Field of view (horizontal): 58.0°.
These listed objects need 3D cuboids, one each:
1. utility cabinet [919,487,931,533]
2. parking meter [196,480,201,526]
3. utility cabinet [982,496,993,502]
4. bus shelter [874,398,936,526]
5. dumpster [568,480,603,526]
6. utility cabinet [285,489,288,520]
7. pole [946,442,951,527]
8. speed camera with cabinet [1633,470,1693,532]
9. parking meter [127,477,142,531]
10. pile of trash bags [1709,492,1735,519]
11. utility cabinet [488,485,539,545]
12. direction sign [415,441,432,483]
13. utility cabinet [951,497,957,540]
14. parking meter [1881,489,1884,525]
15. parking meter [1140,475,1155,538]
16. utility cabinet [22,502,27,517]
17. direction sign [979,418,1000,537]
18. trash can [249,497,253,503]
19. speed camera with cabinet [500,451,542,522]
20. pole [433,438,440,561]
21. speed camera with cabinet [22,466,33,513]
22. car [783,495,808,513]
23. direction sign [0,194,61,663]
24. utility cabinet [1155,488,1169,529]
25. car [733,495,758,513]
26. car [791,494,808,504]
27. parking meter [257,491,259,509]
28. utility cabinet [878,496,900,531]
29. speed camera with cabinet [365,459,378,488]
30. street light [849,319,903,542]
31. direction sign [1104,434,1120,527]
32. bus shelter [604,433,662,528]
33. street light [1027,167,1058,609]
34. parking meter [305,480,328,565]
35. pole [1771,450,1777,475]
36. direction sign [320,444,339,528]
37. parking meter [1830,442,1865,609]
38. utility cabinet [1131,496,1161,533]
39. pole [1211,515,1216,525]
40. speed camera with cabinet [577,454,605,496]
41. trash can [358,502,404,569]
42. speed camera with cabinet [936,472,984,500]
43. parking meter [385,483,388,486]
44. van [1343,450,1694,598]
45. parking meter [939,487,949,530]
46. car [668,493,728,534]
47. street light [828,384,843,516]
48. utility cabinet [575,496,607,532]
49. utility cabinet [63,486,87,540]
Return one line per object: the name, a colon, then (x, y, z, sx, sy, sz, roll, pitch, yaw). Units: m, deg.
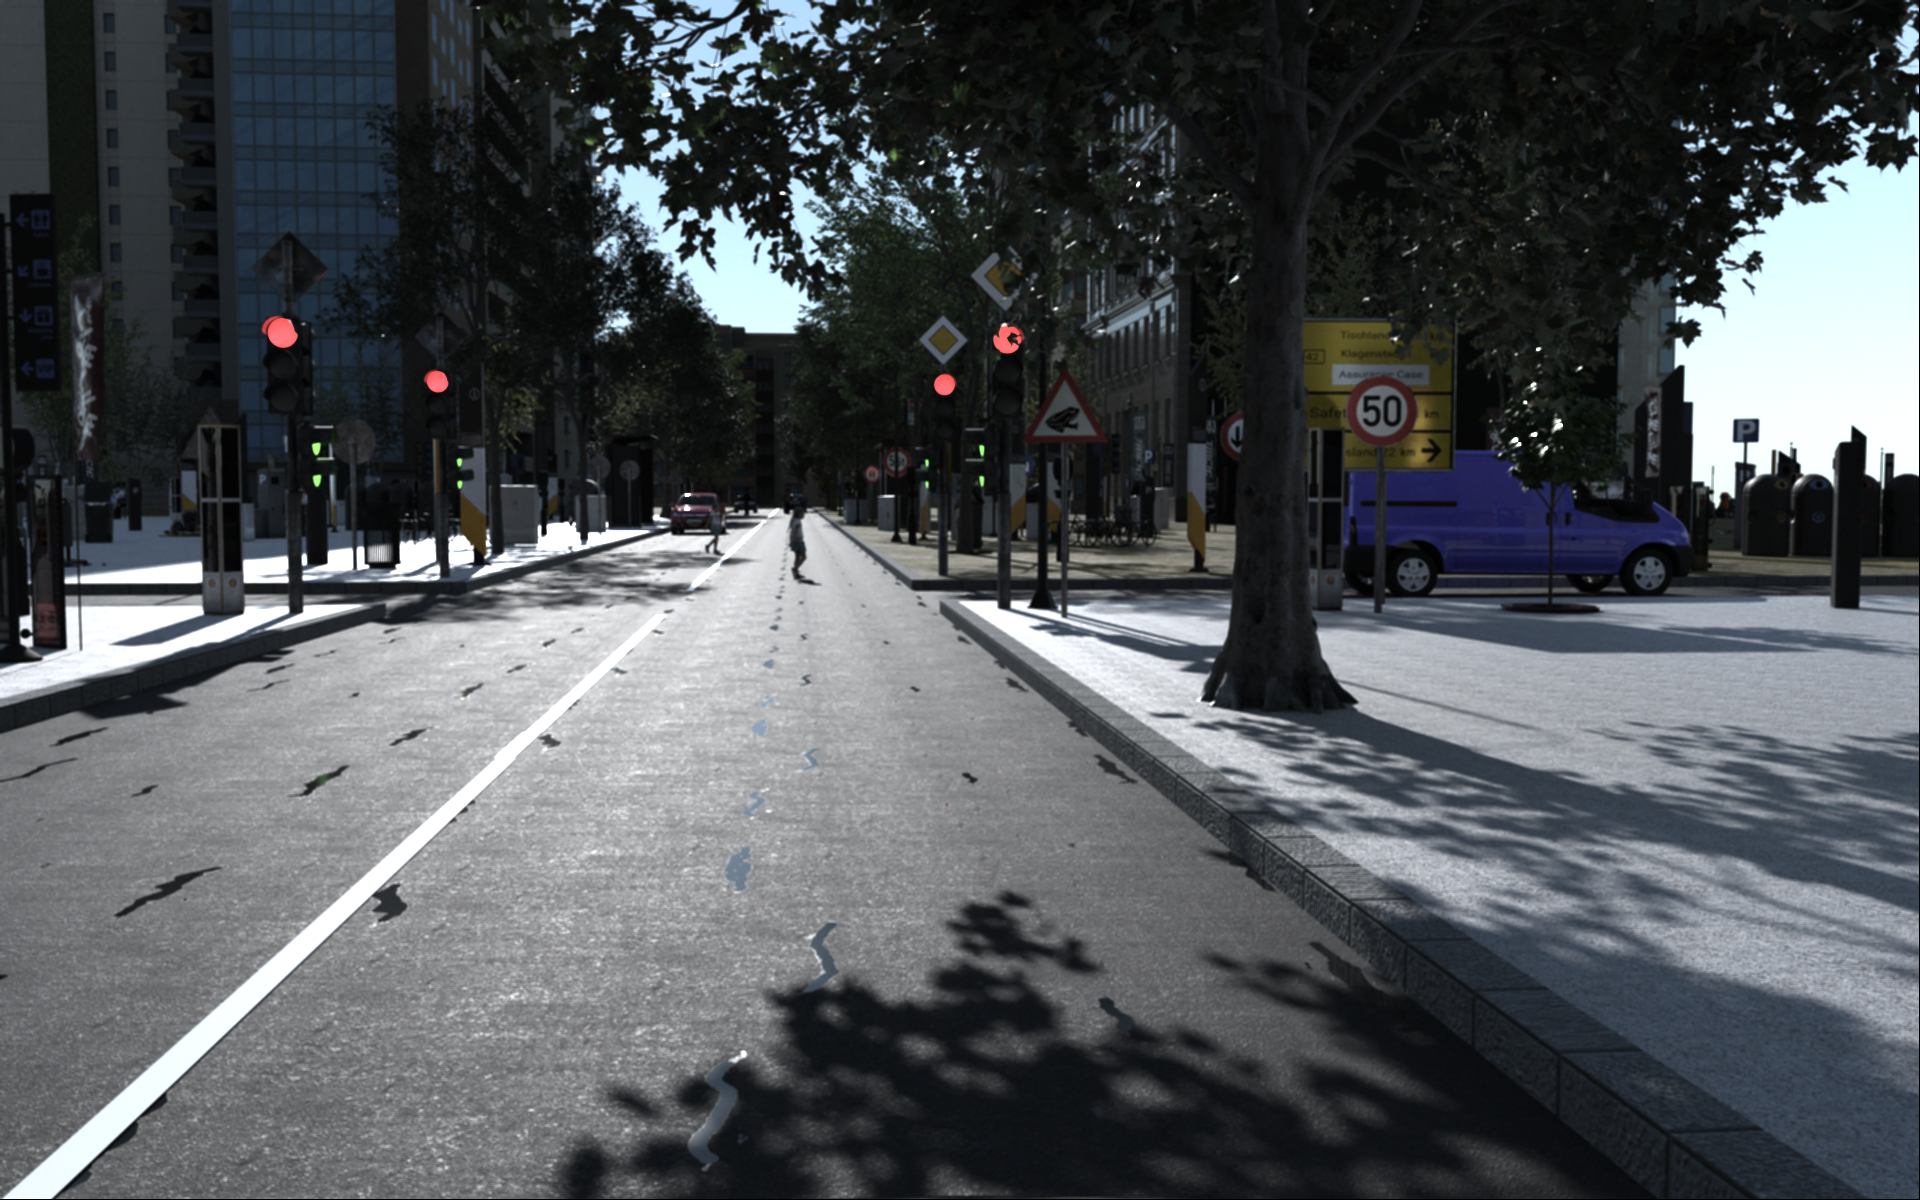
utility cabinet: (-1.137, -2.949, 56.894, 0.318, 1.500, 1.173, 0, 4, 3)
parking meter: (-31.050, -3.966, 70.549, 0.399, 1.863, 0.255, 1, 4, 13)
utility cabinet: (0.568, -2.837, 57.540, 1.020, 1.237, 0.306, 1, 4, 16)
bus shelter: (-2.317, -5.648, 69.984, 2.179, 5.291, 8.768, 0, 4, -5)
dumpster: (-15.254, -3.956, 70.439, 1.264, 1.857, 1.865, 0, 4, -6)
utility cabinet: (-32.398, -4.570, 83.398, 1.173, 1.500, 0.318, 1, 4, 9)
pole: (-0.444, -4.549, 68.227, 0.158, 3.312, 0.155, 0, 3, 0)
speed camera with cabinet: (24.109, -3.972, 59.281, 2.038, 3.252, 0.660, -1, 4, -11)
parking meter: (-28.959, -3.369, 60.795, 0.255, 1.863, 0.399, 3, 5, 42)
pile of trash bags: (40.429, -5.035, 92.079, 1.912, 1.369, 3.447, 1, 4, 14)
utility cabinet: (-11.139, -2.112, 43.213, 1.173, 1.500, 0.318, 0, 4, 6)
direction sign: (-23.144, -5.063, 74.780, 0.379, 3.537, 0.876, 2, 4, 30)
utility cabinet: (-0.042, -2.273, 48.317, 0.306, 1.237, 1.020, 1, 4, 9)
parking meter: (38.936, -3.939, 72.808, 0.372, 1.533, 0.369, 0, 3, 0)
parking meter: (5.523, -2.773, 51.042, 0.399, 1.863, 0.255, -1, 4, -13)
utility cabinet: (-50.933, -5.233, 94.233, 0.318, 1.500, 1.173, 1, 4, 16)
direction sign: (1.015, -3.656, 51.766, 0.876, 3.537, 0.379, 0, 4, 0)
trash can: (-33.115, -4.189, 80.145, 0.748, 1.137, 0.748, 0, 3, 0)
speed camera with cabinet: (-20.159, -5.188, 79.162, 2.038, 3.252, 0.660, -2, 4, -26)
pole: (-9.983, -2.405, 33.172, 0.158, 3.312, 0.155, 0, 3, 0)
speed camera with cabinet: (-31.601, -3.854, 57.341, 2.038, 3.252, 0.660, 2, 4, 26)
car: (-12.660, -7.369, 133.068, 1.945, 1.354, 3.894, 0, 4, -4)
direction sign: (-7.262, -1.297, 13.200, 0.876, 3.537, 0.379, 0, 4, 6)
utility cabinet: (7.207, -3.357, 63.571, 0.318, 1.500, 1.173, -2, 4, -27)
car: (-16.387, -7.334, 132.486, 1.945, 1.354, 3.894, 0, 4, -6)
car: (-15.384, -9.261, 163.219, 2.131, 1.459, 4.920, 0, 4, -5)
parking meter: (-34.550, -4.725, 85.664, 0.372, 1.533, 0.369, 0, 3, 0)
utility cabinet: (-2.518, -3.054, 61.087, 0.306, 1.237, 1.020, -3, 4, -36)
speed camera with cabinet: (-29.533, -5.685, 87.279, 0.660, 3.252, 2.038, -2, 4, -24)
street light: (-2.235, -4.500, 46.124, 1.470, 5.913, 1.316, 0, 4, -5)
direction sign: (5.628, -4.492, 65.444, 0.876, 3.537, 0.379, -1, 4, -16)
bus shelter: (-13.040, -4.777, 69.393, 1.731, 3.624, 6.357, 0, 4, -6)
street light: (0.392, -2.860, 19.302, 1.470, 5.913, 1.316, 0, 4, -5)
parking meter: (-11.725, -1.416, 31.561, 0.372, 1.533, 0.369, 0, 3, 0)
pole: (37.400, -5.247, 79.633, 0.158, 3.312, 0.155, 0, 3, 0)
direction sign: (-24.118, -4.538, 66.188, 0.379, 3.537, 0.876, 2, 4, 32)
parking meter: (10.008, -0.846, 19.538, 0.255, 1.863, 0.399, 1, 4, 19)
utility cabinet: (6.112, -2.801, 56.959, 1.020, 1.237, 0.306, -2, 4, -31)
pole: (10.678, -4.840, 72.975, 0.158, 3.312, 0.155, 0, 3, 0)
speed camera with cabinet: (-17.960, -5.561, 85.266, 0.660, 3.252, 2.038, 2, 4, 28)
trash can: (-10.017, -1.122, 30.005, 0.748, 1.137, 0.748, 0, 3, 0)
speed camera with cabinet: (0.019, -4.786, 72.582, 2.038, 3.252, 0.660, -2, 4, -27)
parking meter: (-30.881, -5.332, 92.881, 0.399, 1.863, 0.255, 1, 4, 10)
van: (7.657, -1.231, 24.518, 5.245, 2.365, 2.240, 0, 4, -7)
parking meter: (-0.565, -3.259, 61.692, 0.372, 1.533, 0.369, 0, 3, 0)
car: (-9.537, -3.318, 63.289, 2.155, 1.783, 4.494, 0, 4, -4)
street light: (-4.894, -6.181, 73.596, 1.470, 5.913, 1.316, 0, 4, -5)
utility cabinet: (-13.325, -3.145, 62.575, 1.020, 1.237, 0.306, 1, 4, 11)
utility cabinet: (-24.580, -2.388, 47.720, 1.173, 1.500, 0.318, -2, 4, -34)
